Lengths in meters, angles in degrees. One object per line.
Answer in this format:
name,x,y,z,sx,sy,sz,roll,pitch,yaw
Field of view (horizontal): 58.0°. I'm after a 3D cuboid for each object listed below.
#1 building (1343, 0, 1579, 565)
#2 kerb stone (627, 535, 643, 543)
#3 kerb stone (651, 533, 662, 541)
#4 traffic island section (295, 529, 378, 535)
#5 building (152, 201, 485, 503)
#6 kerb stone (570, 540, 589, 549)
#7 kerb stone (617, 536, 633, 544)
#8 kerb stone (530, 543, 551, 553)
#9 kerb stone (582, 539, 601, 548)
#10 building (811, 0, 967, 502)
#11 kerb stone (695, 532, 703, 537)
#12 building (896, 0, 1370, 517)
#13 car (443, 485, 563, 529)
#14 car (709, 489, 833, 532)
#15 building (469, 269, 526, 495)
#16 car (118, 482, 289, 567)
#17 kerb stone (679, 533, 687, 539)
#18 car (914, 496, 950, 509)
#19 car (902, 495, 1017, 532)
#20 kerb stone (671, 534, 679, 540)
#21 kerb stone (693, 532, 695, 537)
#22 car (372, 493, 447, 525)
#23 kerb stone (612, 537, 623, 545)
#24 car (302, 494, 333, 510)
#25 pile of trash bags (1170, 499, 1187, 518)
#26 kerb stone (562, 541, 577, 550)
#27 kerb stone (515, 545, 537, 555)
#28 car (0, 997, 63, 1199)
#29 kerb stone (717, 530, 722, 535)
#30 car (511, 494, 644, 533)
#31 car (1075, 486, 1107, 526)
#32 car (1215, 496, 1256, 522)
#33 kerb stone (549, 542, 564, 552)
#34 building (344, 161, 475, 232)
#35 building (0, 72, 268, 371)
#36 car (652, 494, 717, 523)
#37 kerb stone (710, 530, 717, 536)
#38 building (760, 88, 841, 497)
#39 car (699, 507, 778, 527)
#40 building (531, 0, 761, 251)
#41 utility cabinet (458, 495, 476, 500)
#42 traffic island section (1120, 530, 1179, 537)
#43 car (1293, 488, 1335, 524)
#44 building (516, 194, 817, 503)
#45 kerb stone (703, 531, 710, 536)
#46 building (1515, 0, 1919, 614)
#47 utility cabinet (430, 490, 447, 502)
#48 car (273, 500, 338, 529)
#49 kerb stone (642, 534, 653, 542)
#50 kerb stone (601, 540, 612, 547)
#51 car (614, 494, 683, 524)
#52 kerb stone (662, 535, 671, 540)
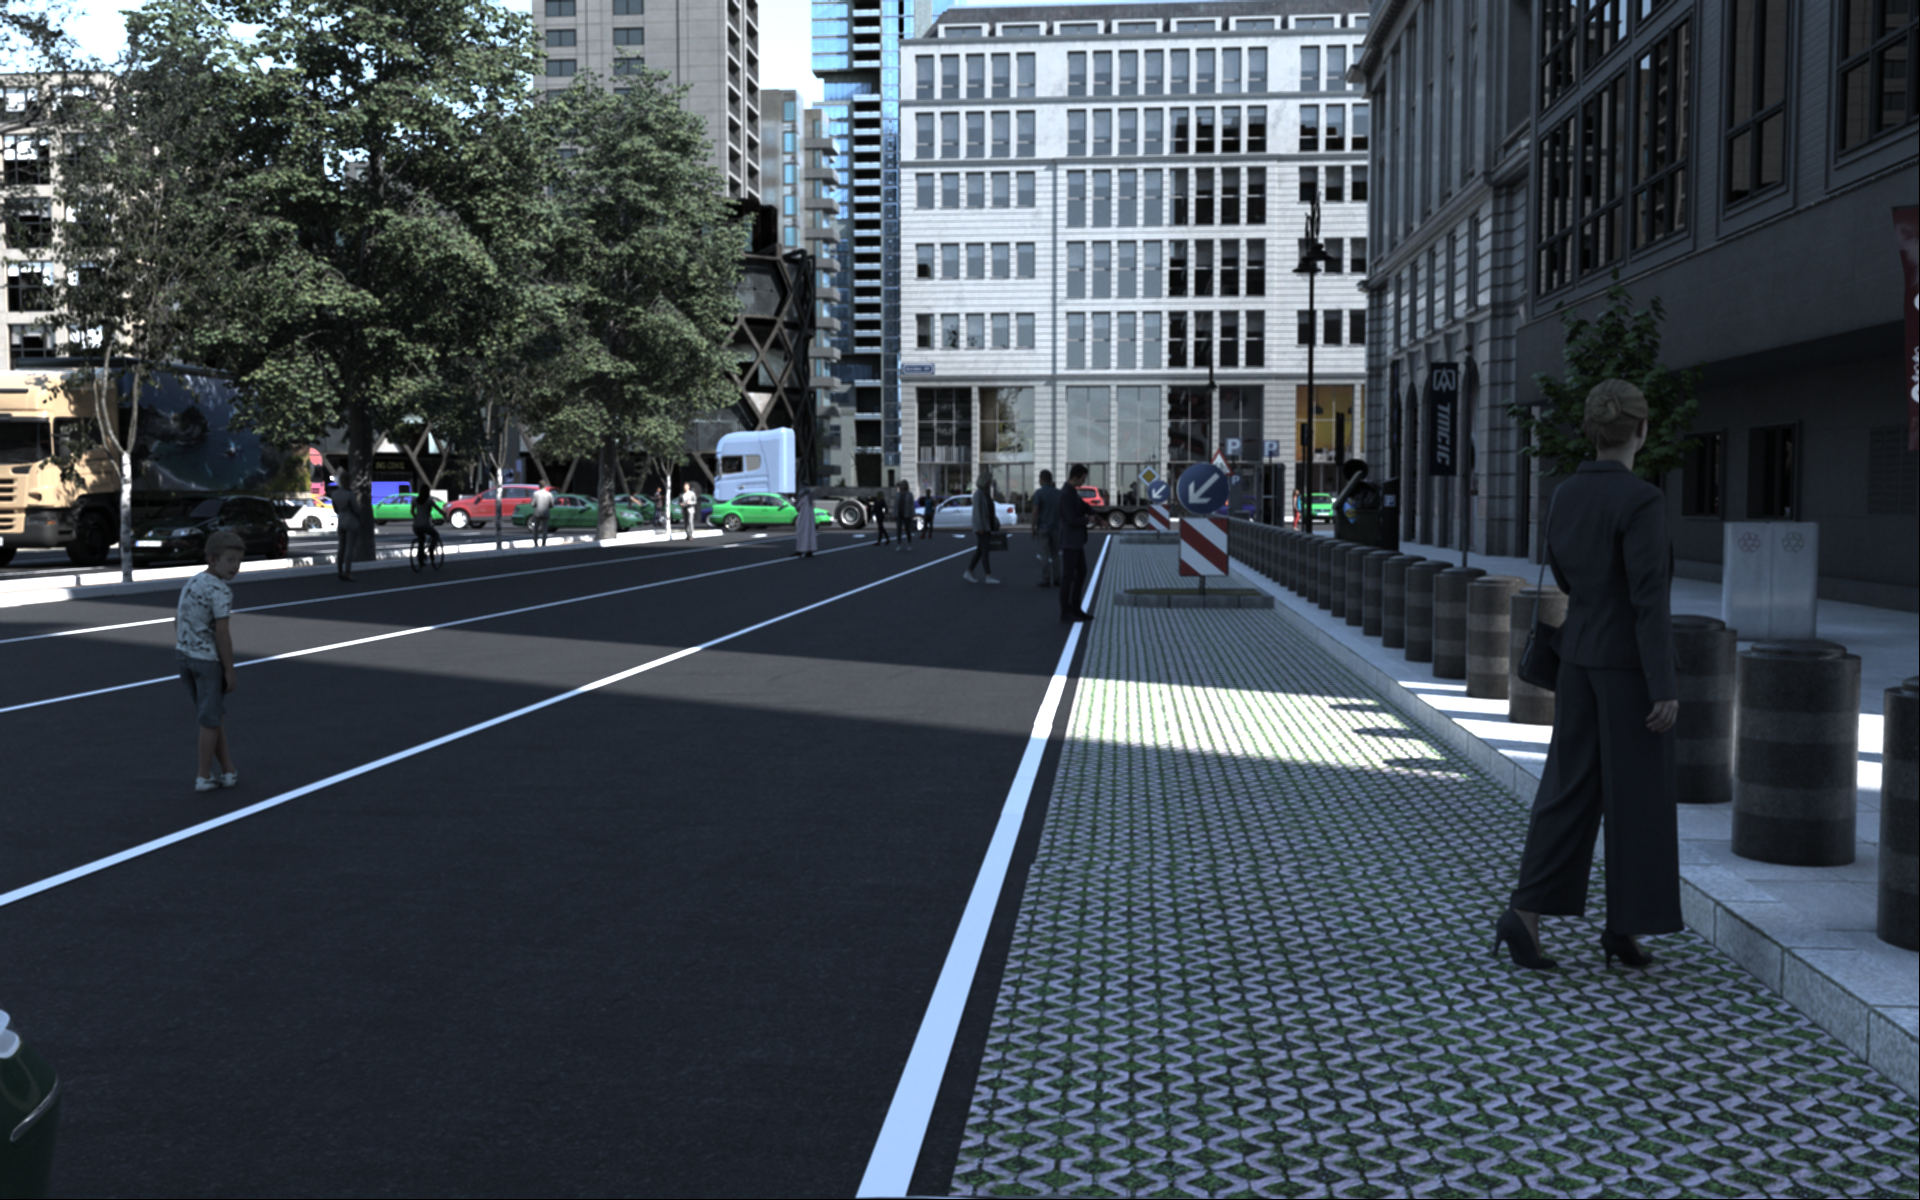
building,17.401,-12.228,41.729,13.314,21.916,24.055,0,4,5
kerb stone,-9.532,-1.738,50.608,0.120,0.150,1.000,0,4,5
kerb stone,-9.341,-1.863,52.662,0.120,0.150,1.000,0,4,5
traffic island section,-22.180,-2.432,62.036,2.009,0.180,2.903,0,4,5
building,-39.399,-14.806,109.528,16.811,18.784,16.820,0,4,5
kerb stone,-10.016,-1.423,45.462,0.120,0.150,1.000,0,4,5
kerb stone,-9.632,-1.675,49.577,0.120,0.150,1.000,0,4,5
kerb stone,-10.305,-1.232,42.386,0.120,0.150,1.000,0,4,5
kerb stone,-9.921,-1.486,46.485,0.120,0.150,1.000,0,4,5
building,-10.295,-58.414,267.741,31.000,86.520,22.319,0,4,5
kerb stone,-8.848,-2.176,57.798,0.120,0.150,1.000,0,4,5
building,11.829,-19.774,100.796,29.804,29.767,11.434,0,4,5
car,-18.708,-3.841,71.481,5.304,1.827,2.281,0,4,7
car,-7.237,-3.536,66.607,4.718,1.807,1.959,0,4,6
building,-51.852,-27.034,213.714,14.107,30.474,14.160,0,4,5
car,-15.317,-1.557,35.249,2.009,1.686,4.222,0,4,7
kerb stone,-9.045,-2.052,55.743,0.120,0.150,1.000,0,4,5
car,-0.705,-4.652,88.634,3.894,1.354,1.945,0,4,7
car,-0.044,-3.356,66.870,4.499,1.417,2.014,0,4,6
kerb stone,-9.143,-1.989,54.713,0.120,0.150,1.000,0,4,5
kerb stone,-8.952,-2.112,56.766,0.120,0.150,1.000,0,4,5
car,-25.453,-4.302,79.140,4.718,1.807,1.959,0,4,5
kerb stone,-9.726,-1.611,48.548,0.120,0.150,1.000,0,4,5
car,-27.908,-3.959,74.948,3.980,1.641,2.015,0,4,6
pile of trash bags,12.882,-5.068,92.614,3.447,1.369,1.912,0,4,2
kerb stone,-10.114,-1.360,44.430,0.120,0.150,1.000,0,4,5
kerb stone,-10.400,-1.171,41.363,0.120,0.150,1.000,0,4,5
car,-2.375,0.684,0.615,2.131,1.459,4.920,0,4,5
kerb stone,-8.553,-2.366,60.876,0.120,0.150,1.000,0,4,5
car,-14.293,-3.245,64.856,4.920,1.459,2.131,0,4,6
car,5.580,-4.323,79.353,2.281,1.827,5.304,0,4,5
car,13.887,-4.626,88.211,3.894,1.354,1.945,0,4,6
kerb stone,-10.209,-1.297,43.408,0.120,0.150,1.000,0,4,5
building,-66.216,-32.470,214.479,14.086,41.232,14.154,0,4,5
building,-65.177,-18.869,113.027,34.151,26.468,19.350,0,4,5
car,-13.340,-4.505,85.459,4.920,1.459,2.131,0,4,4
kerb stone,-8.663,-2.298,59.855,0.120,0.150,1.000,0,4,5
building,-30.042,-35.848,205.715,30.456,49.044,23.786,0,4,5
car,-9.466,-3.854,75.596,3.894,1.354,1.945,0,4,5
building,-28.283,-44.686,168.874,20.563,71.187,20.611,0,4,5
utility cabinet,-30.160,-5.804,106.050,1.020,1.237,0.306,-2,4,-29
traffic island section,6.484,-2.266,59.335,2.009,0.180,2.903,0,4,5
car,17.299,-4.610,84.177,1.959,1.807,4.718,0,4,4
building,-17.108,-14.667,107.260,16.811,18.784,16.820,0,4,5
kerb stone,-8.757,-2.238,58.832,0.120,0.150,1.000,0,4,5
building,15.615,-13.707,17.620,14.314,27.812,24.014,0,4,5
utility cabinet,-29.959,-5.532,99.123,1.173,1.500,0.318,-1,4,-10
car,-25.559,-3.251,65.514,4.827,1.381,2.083,0,4,3
kerb stone,-9.431,-1.799,51.630,0.120,0.150,1.000,0,4,5
kerb stone,-9.819,-1.549,47.520,0.120,0.150,1.000,0,4,5
car,-15.410,-4.378,83.382,4.920,1.459,2.131,0,4,7
kerb stone,-9.237,-1.923,53.684,0.120,0.150,1.000,0,4,5
